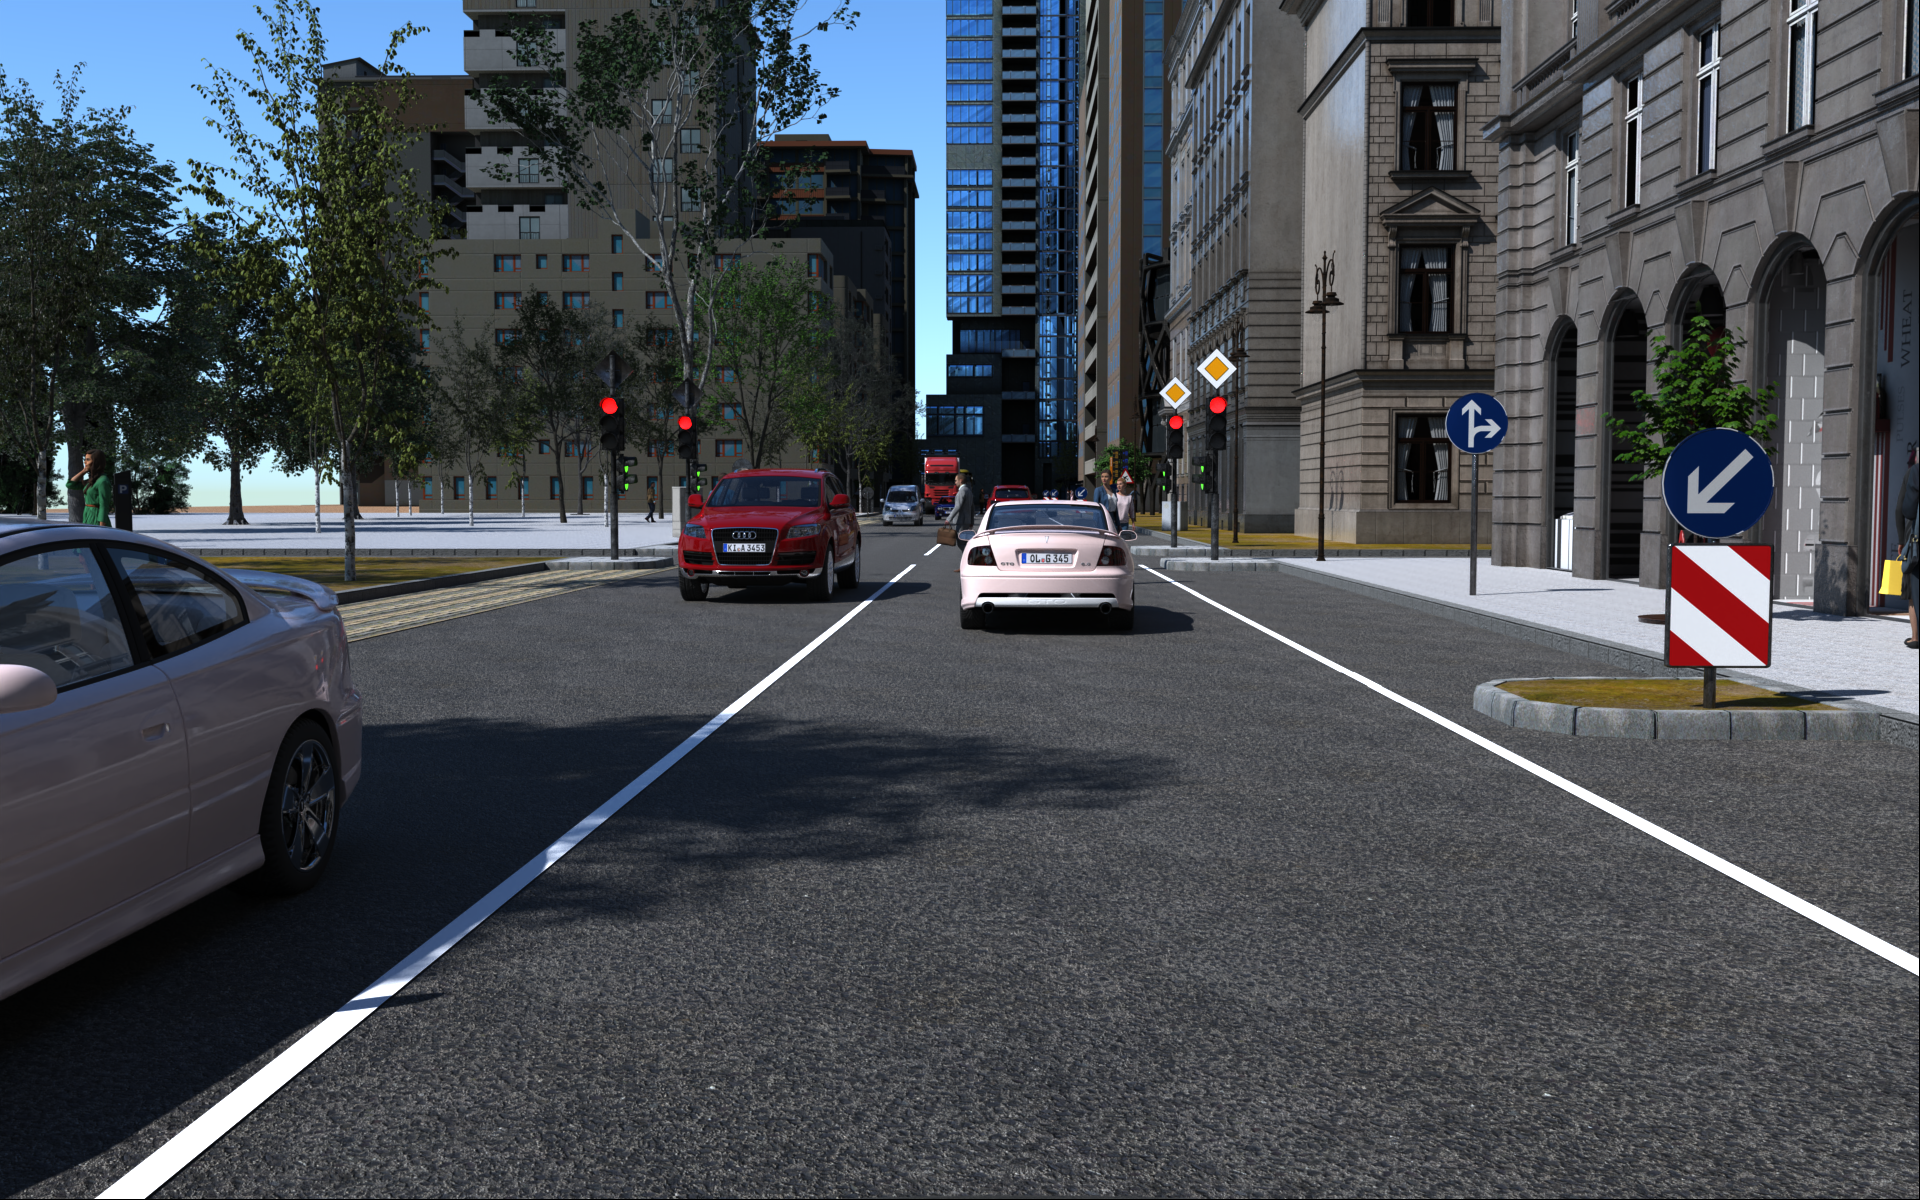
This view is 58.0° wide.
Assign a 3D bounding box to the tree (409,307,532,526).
[{"bbox_3d":[-19.370,-7.275,69.301,4.360,8.622,3.978,0,3,0],"label":"tree"}]

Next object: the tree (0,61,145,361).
[{"bbox_3d":[-15.811,-4.832,29.358,4.360,8.622,3.978,0,3,0],"label":"tree"}]

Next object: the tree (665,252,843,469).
[{"bbox_3d":[-8.892,-9.144,75.255,9.928,11.665,9.643,0,3,0],"label":"tree"}]

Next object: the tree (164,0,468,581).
[{"bbox_3d":[-9.024,-4.571,25.094,4.737,8.622,4.395,0,3,0],"label":"tree"}]

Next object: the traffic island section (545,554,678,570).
[{"bbox_3d":[-6.776,-0.710,33.893,2.009,0.180,2.903,0,4,1],"label":"traffic island section"}]

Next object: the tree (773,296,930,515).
[{"bbox_3d":[-7.087,-12.106,108.307,12.009,13.543,11.850,0,3,0],"label":"tree"}]

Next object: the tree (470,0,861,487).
[{"bbox_3d":[-9.518,-12.051,52.930,12.611,20.169,13.585,0,3,0],"label":"tree"}]

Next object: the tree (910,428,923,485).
[{"bbox_3d":[-6.208,-11.403,136.795,4.737,8.622,4.395,0,3,0],"label":"tree"}]

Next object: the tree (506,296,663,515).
[{"bbox_3d":[-23.369,-12.016,106.828,12.009,13.543,11.850,0,3,0],"label":"tree"}]

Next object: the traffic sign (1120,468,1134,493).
[{"bbox_3d":[8.268,-5.293,86.551,0.884,2.594,0.081,1,4,10],"label":"traffic sign"}]

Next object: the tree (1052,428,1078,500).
[{"bbox_3d":[12.034,-14.897,193.931,4.737,8.622,4.395,0,3,0],"label":"tree"}]

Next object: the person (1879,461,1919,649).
[{"bbox_3d":[7.813,-0.466,13.873,0.699,1.804,1.509,2,4,24],"label":"person"}]

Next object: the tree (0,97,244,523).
[{"bbox_3d":[-29.153,-9.200,57.070,9.857,13.997,8.962,0,3,0],"label":"tree"}]

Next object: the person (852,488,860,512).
[{"bbox_3d":[-7.373,-7.343,126.824,1.217,1.736,0.721,-2,4,-32],"label":"person"}]

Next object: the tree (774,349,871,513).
[{"bbox_3d":[-7.385,-8.416,87.960,4.737,8.622,4.395,0,3,0],"label":"tree"}]

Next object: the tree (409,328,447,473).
[{"bbox_3d":[-30.719,-10.430,87.532,9.611,12.733,9.660,0,3,0],"label":"tree"}]

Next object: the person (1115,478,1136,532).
[{"bbox_3d":[2.896,-1.441,32.727,0.731,1.740,0.598,-1,4,-15],"label":"person"}]

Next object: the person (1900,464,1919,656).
[{"bbox_3d":[6.077,-0.252,10.593,0.576,1.772,0.534,-1,4,-9],"label":"person"}]

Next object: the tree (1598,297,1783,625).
[{"bbox_3d":[7.185,-1.382,17.193,1.663,3.219,1.824,0,3,0],"label":"tree"}]

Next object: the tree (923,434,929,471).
[{"bbox_3d":[-5.432,-14.935,194.547,4.737,8.622,4.395,0,3,0],"label":"tree"}]

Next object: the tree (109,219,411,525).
[{"bbox_3d":[-30.285,-9.499,72.322,9.611,12.733,9.660,0,3,0],"label":"tree"}]

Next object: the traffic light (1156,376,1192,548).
[{"bbox_3d":[5.120,-3.214,41.469,0.839,4.253,0.868,0,4,1],"label":"traffic light"}]

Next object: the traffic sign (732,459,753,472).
[{"bbox_3d":[-7.852,-3.816,62.490,0.768,2.556,0.104,0,4,6],"label":"traffic sign"}]

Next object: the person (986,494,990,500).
[{"bbox_3d":[3.239,-10.891,189.825,1.065,1.426,0.557,-3,4,-38],"label":"person"}]

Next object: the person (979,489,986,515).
[{"bbox_3d":[1.553,-6.875,120.993,0.705,1.812,1.348,1,4,16],"label":"person"}]

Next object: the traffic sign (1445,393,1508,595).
[{"bbox_3d":[6.505,-1.332,21.885,0.768,2.556,0.104,1,4,8],"label":"traffic sign"}]

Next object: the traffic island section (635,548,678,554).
[{"bbox_3d":[-6.578,-1.198,41.876,2.009,0.180,2.903,0,4,1],"label":"traffic island section"}]

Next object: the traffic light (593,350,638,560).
[{"bbox_3d":[-6.736,-2.742,33.758,0.839,4.253,0.868,0,4,1],"label":"traffic light"}]

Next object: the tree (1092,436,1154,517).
[{"bbox_3d":[9.168,-6.975,97.760,4.285,4.588,4.351,0,3,0],"label":"tree"}]

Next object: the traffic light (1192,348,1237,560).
[{"bbox_3d":[4.922,-2.726,33.486,0.839,4.253,0.868,0,4,1],"label":"traffic light"}]

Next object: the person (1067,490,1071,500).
[{"bbox_3d":[10.804,-10.040,171.003,0.445,1.727,0.742,-3,5,-40],"label":"person"}]

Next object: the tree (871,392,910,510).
[{"bbox_3d":[-6.588,-10.293,118.651,4.737,8.622,4.395,0,3,0],"label":"tree"}]

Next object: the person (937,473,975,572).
[{"bbox_3d":[0.033,-1.408,31.639,0.853,1.813,0.709,1,4,15],"label":"person"}]

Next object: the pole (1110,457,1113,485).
[{"bbox_3d":[8.315,-6.192,95.076,0.158,3.312,0.155,0,3,0],"label":"pole"}]

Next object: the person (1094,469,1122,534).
[{"bbox_3d":[2.282,-1.152,27.366,0.581,1.822,0.654,-1,4,-21],"label":"person"}]

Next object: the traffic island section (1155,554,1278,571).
[{"bbox_3d":[4.962,-0.692,33.599,2.009,0.180,2.903,0,4,1],"label":"traffic island section"}]

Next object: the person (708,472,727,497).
[{"bbox_3d":[-3.854,-1.186,28.228,0.601,1.785,0.444,0,4,-7],"label":"person"}]

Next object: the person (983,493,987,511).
[{"bbox_3d":[2.055,-8.568,149.043,0.683,1.767,0.568,-1,4,-20],"label":"person"}]

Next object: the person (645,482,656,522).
[{"bbox_3d":[-13.941,-4.423,78.264,0.656,1.842,0.836,2,4,27],"label":"person"}]

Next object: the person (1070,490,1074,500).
[{"bbox_3d":[12.046,-10.999,186.551,0.621,1.740,0.551,-1,4,-22],"label":"person"}]

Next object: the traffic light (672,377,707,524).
[{"bbox_3d":[-6.538,-3.231,41.740,0.839,4.253,0.868,0,4,1],"label":"traffic light"}]

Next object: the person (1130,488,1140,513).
[{"bbox_3d":[12.006,-6.886,118.610,1.348,1.826,0.705,-2,4,-33],"label":"person"}]

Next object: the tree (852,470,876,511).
[{"bbox_3d":[-7.435,-8.345,131.041,1.663,3.219,1.824,0,3,0],"label":"tree"}]

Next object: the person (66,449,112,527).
[{"bbox_3d":[-9.888,-0.832,19.894,0.600,1.795,0.529,3,4,38],"label":"person"}]

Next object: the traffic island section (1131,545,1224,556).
[{"bbox_3d":[5.160,-1.180,41.582,2.009,0.180,2.903,0,4,1],"label":"traffic island section"}]
